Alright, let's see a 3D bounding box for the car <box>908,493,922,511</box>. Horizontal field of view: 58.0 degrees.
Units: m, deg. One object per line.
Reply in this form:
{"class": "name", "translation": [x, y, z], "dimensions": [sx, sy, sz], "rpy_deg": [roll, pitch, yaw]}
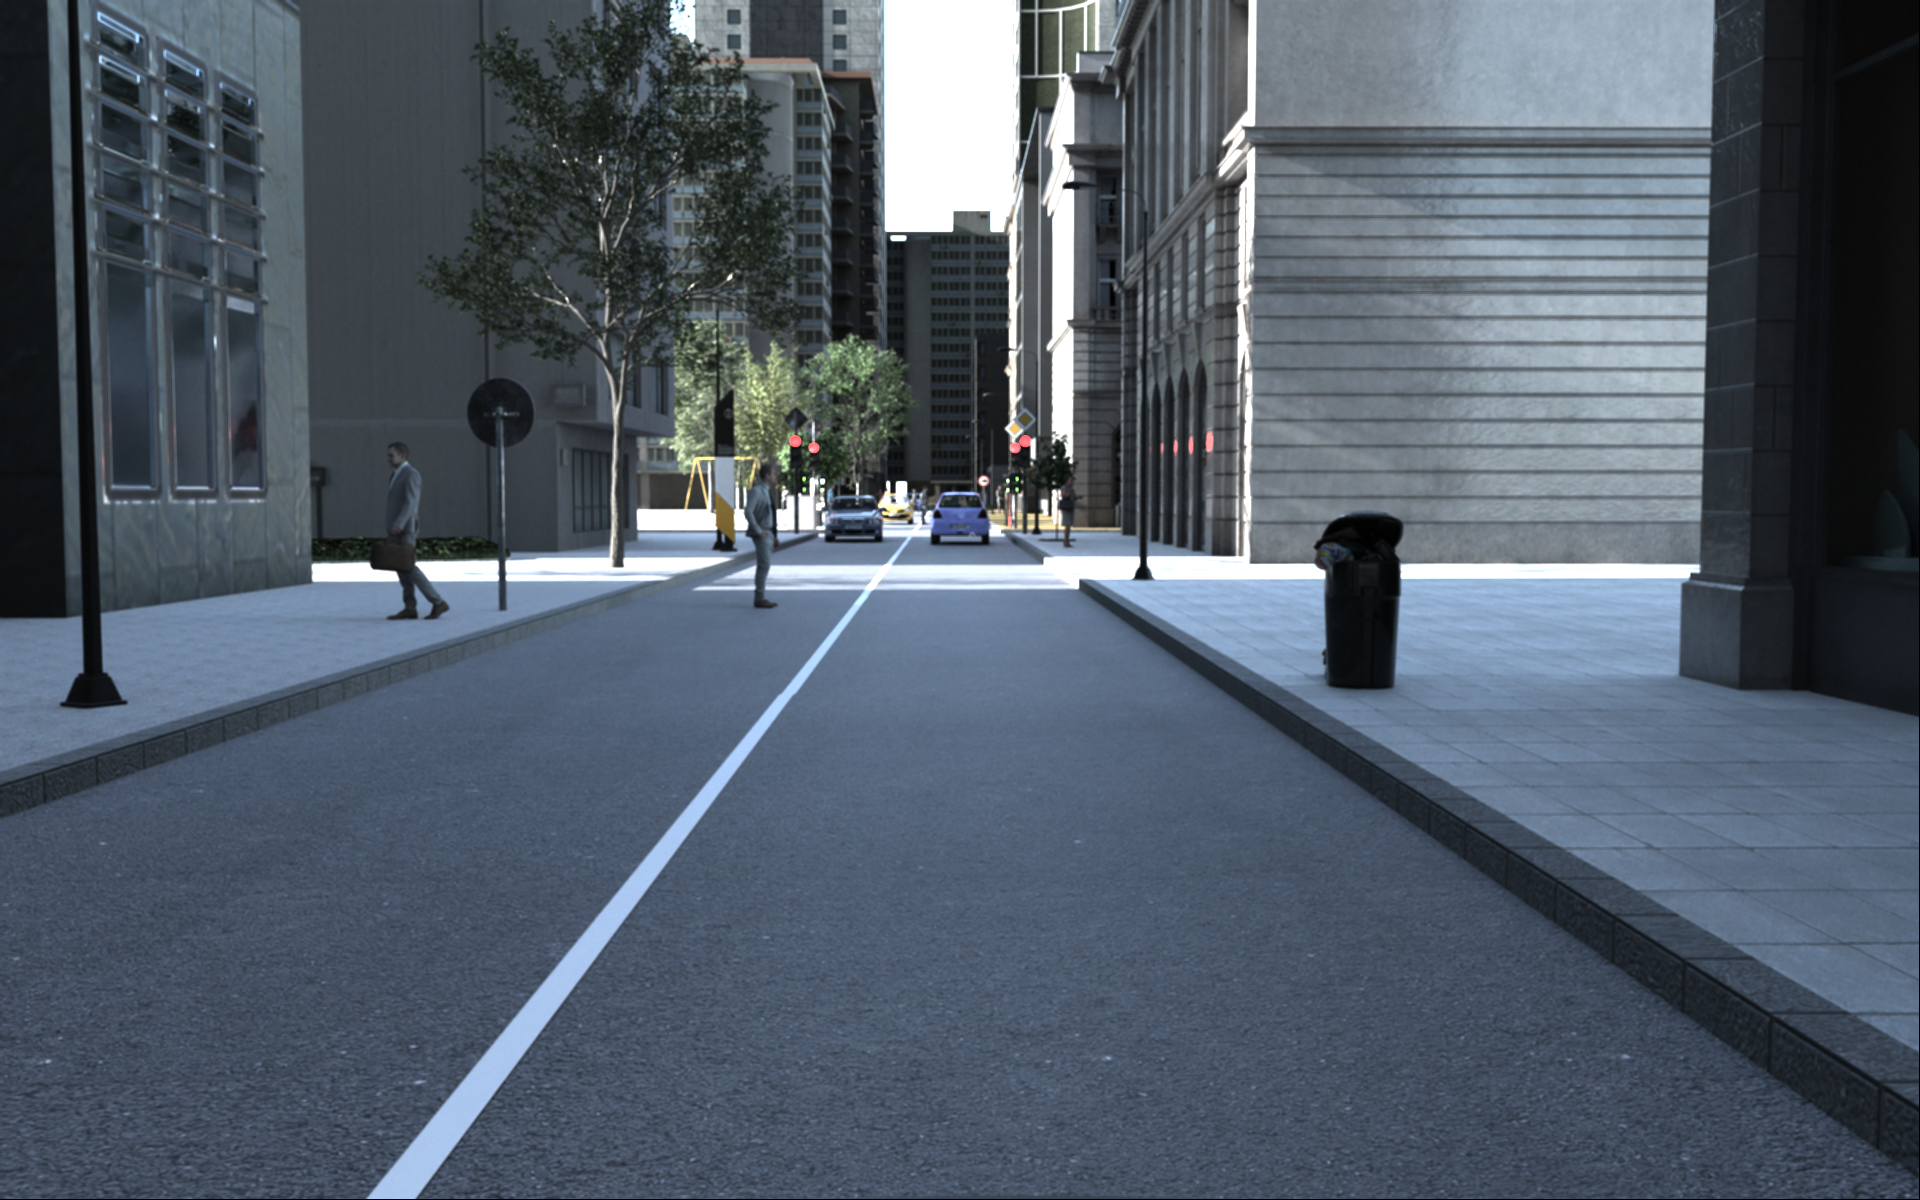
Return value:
{"class": "car", "translation": [-3.998, -8.654, 151.089], "dimensions": [1.945, 1.707, 3.694], "rpy_deg": [0, 4, -2]}

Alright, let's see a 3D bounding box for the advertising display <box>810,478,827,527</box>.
{"class": "advertising display", "translation": [-5.508, -3.804, 67.411], "dimensions": [0.123, 1.923, 0.974], "rpy_deg": [-3, 5, -41]}

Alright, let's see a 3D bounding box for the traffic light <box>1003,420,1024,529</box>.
{"class": "traffic light", "translation": [2.009, -4.595, 64.057], "dimensions": [0.839, 4.253, 0.868], "rpy_deg": [0, 4, -1]}

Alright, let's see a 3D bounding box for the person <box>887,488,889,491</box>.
{"class": "person", "translation": [-6.800, -9.608, 163.150], "dimensions": [0.705, 1.823, 1.348], "rpy_deg": [-1, 4, -10]}

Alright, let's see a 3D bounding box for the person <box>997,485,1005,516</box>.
{"class": "person", "translation": [2.421, -5.692, 99.387], "dimensions": [0.573, 1.790, 0.520], "rpy_deg": [2, 4, 34]}

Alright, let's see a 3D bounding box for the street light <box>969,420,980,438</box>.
{"class": "street light", "translation": [1.501, -8.362, 109.253], "dimensions": [1.470, 5.913, 1.316], "rpy_deg": [0, 4, -1]}

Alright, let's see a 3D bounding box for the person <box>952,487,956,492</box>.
{"class": "person", "translation": [-0.267, -4.400, 80.783], "dimensions": [0.721, 1.781, 0.623], "rpy_deg": [2, 4, 29]}

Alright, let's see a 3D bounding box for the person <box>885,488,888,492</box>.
{"class": "person", "translation": [-6.691, -9.294, 158.128], "dimensions": [0.705, 1.807, 1.348], "rpy_deg": [0, 4, 8]}

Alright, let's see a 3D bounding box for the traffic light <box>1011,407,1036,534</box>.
{"class": "traffic light", "translation": [2.086, -4.107, 56.072], "dimensions": [0.839, 4.253, 0.868], "rpy_deg": [0, 4, -1]}

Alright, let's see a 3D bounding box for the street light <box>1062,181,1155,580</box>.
{"class": "street light", "translation": [2.216, -3.260, 25.850], "dimensions": [1.470, 5.913, 1.316], "rpy_deg": [0, 4, -1]}

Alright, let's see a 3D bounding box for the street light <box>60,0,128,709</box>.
{"class": "street light", "translation": [-4.726, -2.313, 10.353], "dimensions": [1.470, 5.913, 1.316], "rpy_deg": [0, 4, -1]}

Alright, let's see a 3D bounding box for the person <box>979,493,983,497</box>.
{"class": "person", "translation": [1.997, -10.073, 173.999], "dimensions": [1.065, 1.426, 0.557], "rpy_deg": [1, 4, 12]}

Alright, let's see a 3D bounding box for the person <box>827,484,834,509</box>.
{"class": "person", "translation": [-6.326, -4.779, 84.529], "dimensions": [0.444, 1.785, 0.601], "rpy_deg": [-1, 4, -11]}

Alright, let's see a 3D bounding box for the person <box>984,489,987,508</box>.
{"class": "person", "translation": [2.409, -9.574, 163.238], "dimensions": [0.551, 1.740, 0.621], "rpy_deg": [1, 4, 15]}

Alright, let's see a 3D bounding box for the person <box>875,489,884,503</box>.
{"class": "person", "translation": [-6.660, -8.508, 145.871], "dimensions": [1.217, 1.743, 0.721], "rpy_deg": [0, 4, -5]}

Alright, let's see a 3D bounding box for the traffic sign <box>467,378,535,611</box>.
{"class": "traffic sign", "translation": [-5.041, -1.157, 19.017], "dimensions": [0.768, 2.556, 0.104], "rpy_deg": [0, 4, 6]}

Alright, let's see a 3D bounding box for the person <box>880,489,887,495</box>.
{"class": "person", "translation": [-6.264, -8.367, 143.641], "dimensions": [0.742, 1.727, 0.445], "rpy_deg": [0, 4, -5]}

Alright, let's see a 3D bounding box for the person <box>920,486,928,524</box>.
{"class": "person", "translation": [-1.711, -4.522, 82.533], "dimensions": [0.391, 1.810, 0.635], "rpy_deg": [0, 4, 2]}

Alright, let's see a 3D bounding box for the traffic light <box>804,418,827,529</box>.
{"class": "traffic light", "translation": [-5.351, -4.590, 63.971], "dimensions": [0.839, 4.253, 0.868], "rpy_deg": [0, 4, -1]}

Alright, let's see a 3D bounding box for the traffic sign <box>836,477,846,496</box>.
{"class": "traffic sign", "translation": [-5.607, -4.782, 80.310], "dimensions": [0.606, 2.300, 0.079], "rpy_deg": [1, 4, 9]}

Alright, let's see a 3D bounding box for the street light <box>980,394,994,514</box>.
{"class": "street light", "translation": [1.796, -6.580, 80.120], "dimensions": [1.470, 5.913, 1.316], "rpy_deg": [0, 4, -1]}

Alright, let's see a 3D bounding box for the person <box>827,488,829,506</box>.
{"class": "person", "translation": [-10.407, -7.932, 136.081], "dimensions": [0.532, 1.782, 0.716], "rpy_deg": [1, 4, 10]}

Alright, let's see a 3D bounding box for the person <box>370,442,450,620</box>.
{"class": "person", "translation": [-5.690, -0.706, 17.703], "dimensions": [0.853, 1.813, 0.709], "rpy_deg": [-3, 5, -40]}

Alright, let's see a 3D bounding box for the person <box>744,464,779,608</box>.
{"class": "person", "translation": [-2.503, -0.820, 22.014], "dimensions": [0.391, 1.810, 0.635], "rpy_deg": [0, 4, 6]}

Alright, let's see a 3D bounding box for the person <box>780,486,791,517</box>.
{"class": "person", "translation": [-9.722, -5.531, 96.652], "dimensions": [0.537, 1.800, 0.526], "rpy_deg": [2, 4, 30]}

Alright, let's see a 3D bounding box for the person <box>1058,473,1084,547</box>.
{"class": "person", "translation": [2.648, -2.166, 41.822], "dimensions": [0.532, 1.782, 0.716], "rpy_deg": [2, 4, 34]}

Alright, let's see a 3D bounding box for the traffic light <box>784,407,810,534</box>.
{"class": "traffic light", "translation": [-5.275, -4.102, 55.986], "dimensions": [0.839, 4.253, 0.868], "rpy_deg": [0, 4, -1]}

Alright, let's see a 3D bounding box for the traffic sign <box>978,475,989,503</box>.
{"class": "traffic sign", "translation": [1.621, -7.224, 118.218], "dimensions": [0.768, 2.556, 0.104], "rpy_deg": [0, 4, 0]}

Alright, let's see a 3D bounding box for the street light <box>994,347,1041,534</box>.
{"class": "street light", "translation": [1.901, -5.042, 54.982], "dimensions": [1.470, 5.913, 1.316], "rpy_deg": [0, 4, -1]}

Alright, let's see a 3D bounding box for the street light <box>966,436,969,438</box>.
{"class": "street light", "translation": [1.198, -10.170, 138.826], "dimensions": [1.470, 5.913, 1.316], "rpy_deg": [0, 4, -1]}

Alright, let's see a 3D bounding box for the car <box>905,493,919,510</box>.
{"class": "car", "translation": [-4.639, -9.157, 159.303], "dimensions": [1.945, 1.707, 3.694], "rpy_deg": [0, 4, 0]}

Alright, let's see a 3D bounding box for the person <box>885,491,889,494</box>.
{"class": "person", "translation": [-4.418, -5.810, 105.304], "dimensions": [0.330, 1.601, 0.589], "rpy_deg": [-1, 4, -23]}

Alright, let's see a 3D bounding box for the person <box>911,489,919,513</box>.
{"class": "person", "translation": [-3.382, -7.336, 128.631], "dimensions": [0.728, 1.800, 0.709], "rpy_deg": [1, 4, 15]}

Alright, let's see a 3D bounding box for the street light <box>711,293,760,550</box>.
{"class": "street light", "translation": [-4.992, -4.106, 39.669], "dimensions": [1.470, 5.913, 1.316], "rpy_deg": [0, 4, -1]}
